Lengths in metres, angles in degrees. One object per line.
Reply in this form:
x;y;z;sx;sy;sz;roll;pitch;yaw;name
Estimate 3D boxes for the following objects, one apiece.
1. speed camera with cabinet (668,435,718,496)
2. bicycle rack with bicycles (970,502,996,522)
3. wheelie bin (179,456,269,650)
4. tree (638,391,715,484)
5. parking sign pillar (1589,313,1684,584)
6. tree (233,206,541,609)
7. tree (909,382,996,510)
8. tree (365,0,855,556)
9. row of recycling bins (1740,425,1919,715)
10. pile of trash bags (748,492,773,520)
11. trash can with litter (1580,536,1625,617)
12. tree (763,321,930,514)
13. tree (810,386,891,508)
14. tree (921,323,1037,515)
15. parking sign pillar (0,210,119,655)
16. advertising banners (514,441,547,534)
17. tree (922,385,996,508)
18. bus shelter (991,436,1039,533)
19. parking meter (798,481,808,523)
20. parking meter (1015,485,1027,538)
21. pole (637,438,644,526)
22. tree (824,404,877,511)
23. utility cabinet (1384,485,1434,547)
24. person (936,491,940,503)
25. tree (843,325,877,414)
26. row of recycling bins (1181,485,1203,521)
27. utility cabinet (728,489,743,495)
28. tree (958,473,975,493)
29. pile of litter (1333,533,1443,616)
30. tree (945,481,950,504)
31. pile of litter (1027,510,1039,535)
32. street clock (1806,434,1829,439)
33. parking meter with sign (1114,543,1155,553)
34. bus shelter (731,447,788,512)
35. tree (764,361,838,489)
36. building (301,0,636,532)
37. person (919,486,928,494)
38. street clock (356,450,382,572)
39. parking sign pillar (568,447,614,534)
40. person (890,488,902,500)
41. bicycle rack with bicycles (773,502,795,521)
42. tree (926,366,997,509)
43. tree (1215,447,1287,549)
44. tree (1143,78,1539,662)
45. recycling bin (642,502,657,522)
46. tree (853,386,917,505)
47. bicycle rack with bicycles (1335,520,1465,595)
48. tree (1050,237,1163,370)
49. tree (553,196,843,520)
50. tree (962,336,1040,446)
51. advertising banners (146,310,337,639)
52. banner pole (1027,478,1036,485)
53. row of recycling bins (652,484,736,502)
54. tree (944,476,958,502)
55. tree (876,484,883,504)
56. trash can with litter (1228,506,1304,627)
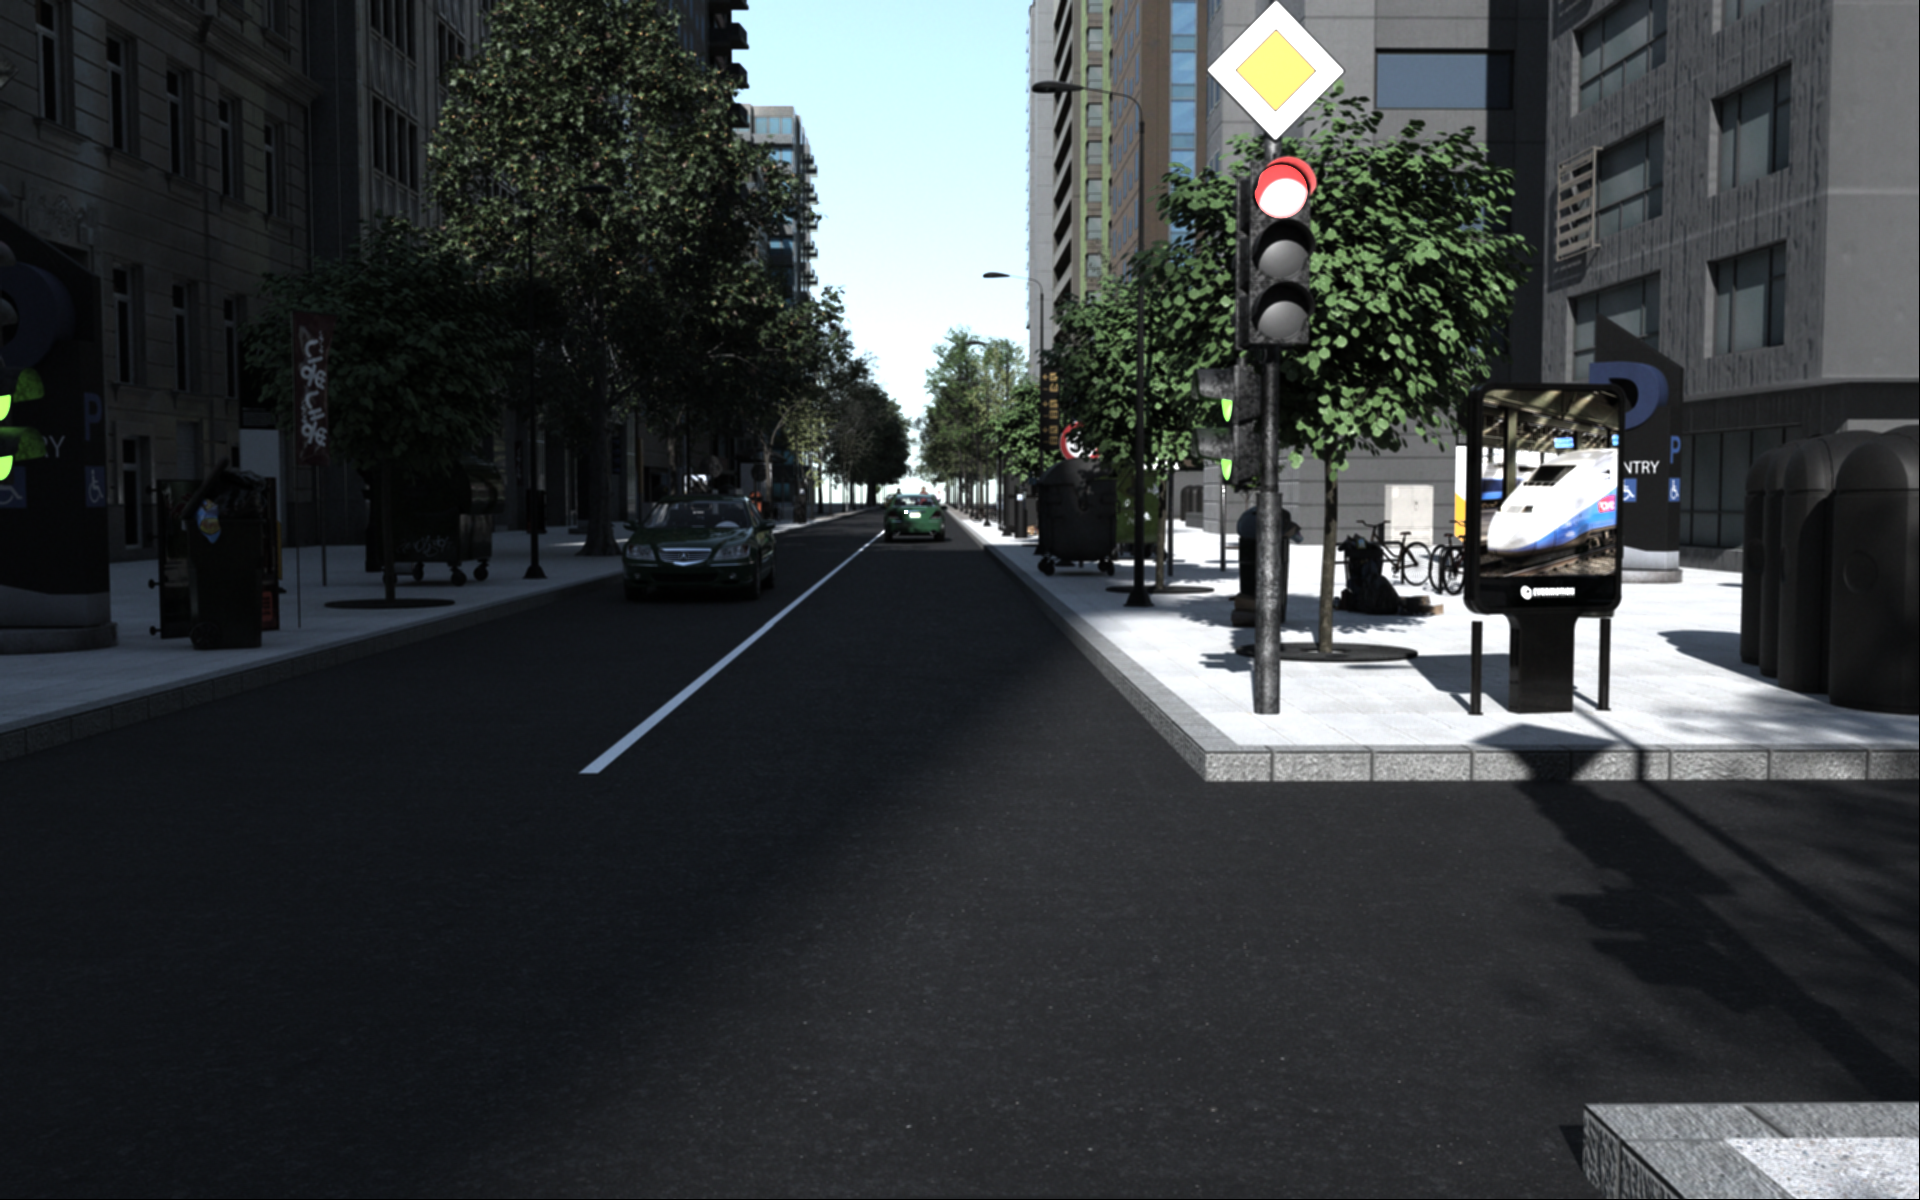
-9.036;-3.936;58.681;0.660;3.252;2.038;2;4;29;speed camera with cabinet
2.166;-4.047;79.558;2.925;0.926;2.852;1;4;17;bicycle rack with bicycles
-6.168;-0.406;14.549;0.693;1.594;0.980;-2;4;-26;wheelie bin
-12.373;-7.684;75.995;4.737;8.622;4.395;0;3;0;tree
9.857;-2.257;25.381;1.447;3.967;1.447;-3;5;-42;parking sign pillar
-6.526;-2.217;19.955;4.285;4.588;4.351;0;3;0;tree
0.479;-12.416;137.410;8.767;10.594;7.601;-1;4;-19;tree
-7.457;-7.274;35.936;9.611;12.733;9.660;0;3;0;tree
5.995;-0.279;11.681;1.069;1.692;3.534;1;4;14;row of recycling bins
-7.712;-3.242;62.766;1.912;1.369;3.447;-1;4;-21;pile of trash bags
6.454;-0.422;18.293;0.624;1.170;1.055;-2;4;-32;trash can with litter
-9.086;-12.312;111.669;12.009;13.543;11.850;0;3;0;tree
-10.021;-14.657;157.767;7.486;12.596;7.792;0;3;0;tree
1.189;-11.043;106.314;9.928;11.665;9.643;0;3;0;tree
-7.832;-1.583;14.348;1.447;3.967;1.447;0;4;-1;parking sign pillar
-13.959;-3.673;56.239;0.090;3.025;2.074;-3;5;-41;advertising banners
0.120;-15.373;168.354;9.611;12.733;9.660;0;3;0;tree
2.208;-5.091;60.876;2.179;5.291;8.768;0;4;-1;bus shelter
-6.869;-4.278;75.648;0.399;1.863;0.255;0;4;1;parking meter
1.774;-2.566;50.363;0.372;1.533;0.369;0;3;0;parking meter
-11.656;-4.244;63.235;0.158;3.312;0.155;0;3;0;pole
-8.372;-10.952;129.434;4.360;8.622;3.978;0;3;0;tree
10.791;-2.014;41.608;1.173;1.500;0.318;-1;4;-20;utility cabinet
-1.693;-7.801;136.984;0.436;1.711;0.756;3;5;39;person
-7.176;-8.050;66.030;8.767;10.594;7.601;0;4;7;tree
11.419;-4.541;81.358;1.069;1.692;3.534;-1;4;-21;row of recycling bins
-9.024;-3.729;69.643;0.318;1.500;1.173;0;4;7;utility cabinet
0.767;-10.024;158.492;1.663;3.219;1.824;0;3;0;tree
4.603;-0.306;18.971;1.176;0.858;1.719;0;4;-6;pile of litter
-1.643;-19.003;221.074;12.009;13.543;11.850;0;3;0;tree
2.518;-2.488;54.638;1.719;0.858;1.176;0;4;-3;pile of litter
10.405;-1.002;20.955;0.471;2.002;0.358;3;5;45;street clock
3.710;-2.580;38.436;0.543;3.016;1.738;-2;4;-32;parking meter with sign
-8.897;-5.095;77.230;2.014;3.302;5.546;0;4;-1;bus shelter
-8.349;-8.663;92.002;4.737;8.622;4.395;0;3;0;tree
-21.364;-15.545;72.185;12.078;24.808;19.932;0;4;-1;building
-1.890;-4.997;90.144;1.348;1.831;0.705;0;4;-4;person
-9.646;-1.460;28.434;0.471;2.002;0.358;1;4;17;street clock
-11.915;-4.119;55.814;1.447;3.967;1.447;1;4;9;parking sign pillar
-4.578;-7.419;129.427;1.348;1.869;0.705;0;4;6;person
-8.520;-4.254;82.928;2.852;0.926;2.925;0;4;-6;bicycle rack with bicycles
0.443;-14.283;151.658;7.486;12.596;7.792;0;3;0;tree
6.713;-2.797;40.340;1.663;3.219;1.824;0;3;0;tree
2.867;-1.835;13.722;4.285;4.588;4.351;0;3;0;tree
-9.101;-2.424;52.192;0.722;1.027;0.722;-3;5;-42;recycling bin
-10.318;-18.570;210.267;9.857;13.997;8.962;0;3;0;tree
6.449;-0.616;23.452;2.925;0.926;2.852;-3;5;-40;bicycle rack with bicycles
4.628;-5.998;48.434;4.360;8.622;3.978;0;3;0;tree
-8.079;-7.037;49.470;8.767;10.594;7.601;0;3;0;tree
2.313;-8.032;81.680;4.737;8.622;4.395;0;3;0;tree
-6.583;-1.215;16.051;0.090;3.025;2.074;2;4;30;advertising banners
2.602;-4.038;56.033;0.863;3.779;0.401;-1;4;-13;banner pole
-11.071;-3.991;72.362;3.534;1.692;1.069;-1;4;-11;row of recycling bins
-1.338;-17.396;234.781;4.360;8.622;3.978;0;3;0;tree
-11.226;-14.346;229.153;1.663;3.219;1.824;0;3;0;tree
3.004;-0.347;17.062;0.624;1.170;1.055;1;4;19;trash can with litter
